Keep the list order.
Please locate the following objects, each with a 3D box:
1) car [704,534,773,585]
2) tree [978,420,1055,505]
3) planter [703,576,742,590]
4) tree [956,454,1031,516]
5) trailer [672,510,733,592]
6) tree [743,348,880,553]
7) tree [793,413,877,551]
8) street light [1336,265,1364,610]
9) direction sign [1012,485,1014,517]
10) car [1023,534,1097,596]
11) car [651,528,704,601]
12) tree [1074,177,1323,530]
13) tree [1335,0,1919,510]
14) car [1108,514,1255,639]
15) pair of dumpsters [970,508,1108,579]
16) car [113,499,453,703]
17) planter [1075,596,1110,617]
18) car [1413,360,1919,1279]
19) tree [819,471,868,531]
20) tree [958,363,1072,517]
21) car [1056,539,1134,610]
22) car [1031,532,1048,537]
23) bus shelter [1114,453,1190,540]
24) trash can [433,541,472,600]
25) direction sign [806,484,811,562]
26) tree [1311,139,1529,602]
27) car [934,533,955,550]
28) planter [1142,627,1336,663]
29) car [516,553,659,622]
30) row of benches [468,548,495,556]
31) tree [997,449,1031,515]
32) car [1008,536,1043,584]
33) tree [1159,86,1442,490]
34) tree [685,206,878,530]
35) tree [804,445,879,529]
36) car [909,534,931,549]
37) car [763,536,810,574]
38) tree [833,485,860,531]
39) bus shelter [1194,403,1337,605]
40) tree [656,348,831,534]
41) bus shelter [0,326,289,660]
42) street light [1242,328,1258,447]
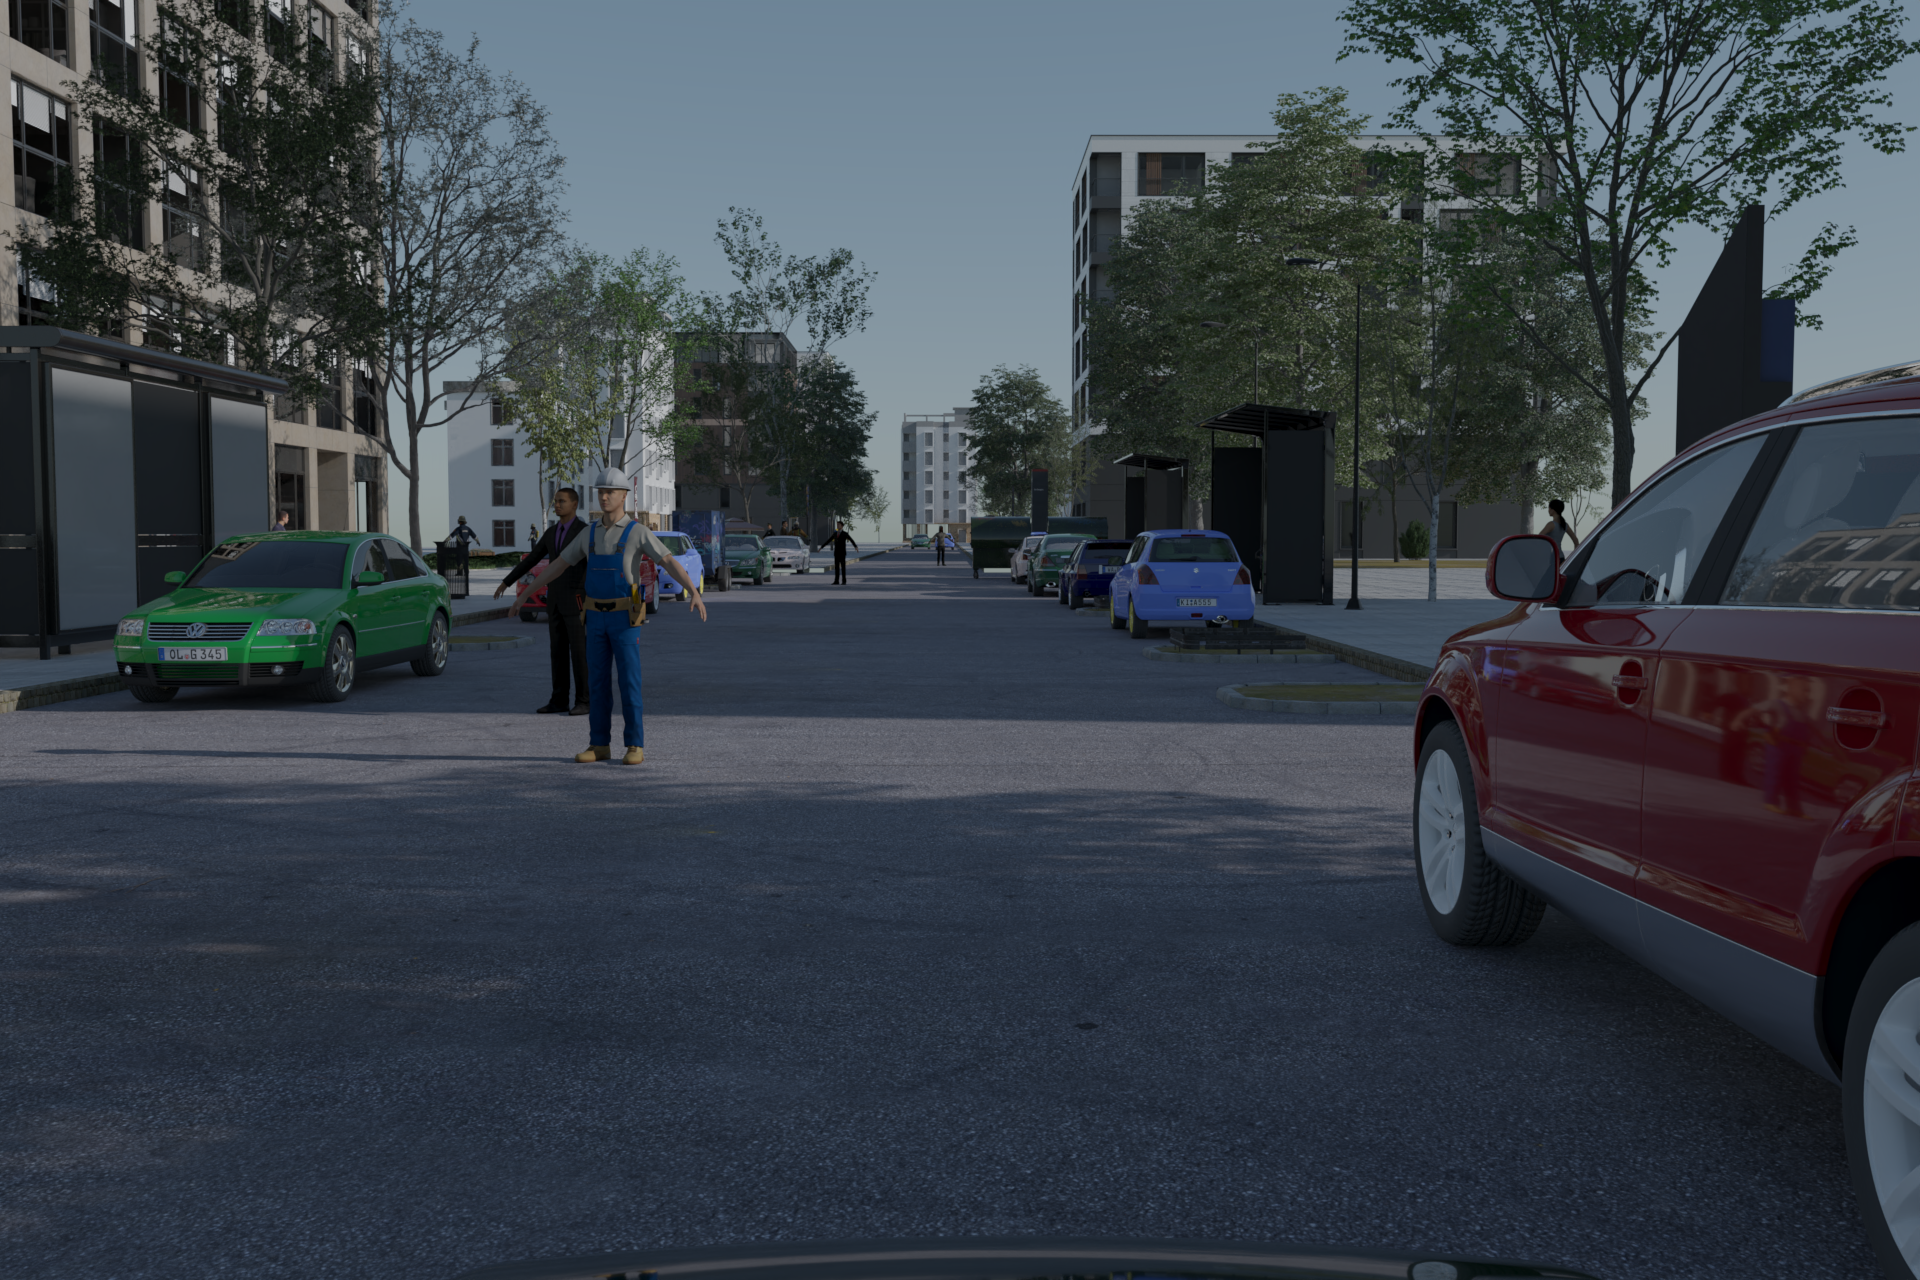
[{"bbox_3d":[-6.479,-2.344,50.124,2.131,1.459,4.920,0,4,-1],"label":"car"},{"bbox_3d":[5.181,-14.057,155.593,9.928,11.665,9.643,0,3,0],"label":"tree"},{"bbox_3d":[-6.798,-1.497,45.620,1.991,0.319,1.994,0,4,-1],"label":"planter"},{"bbox_3d":[4.109,-14.412,170.048,8.767,10.594,7.601,-1,4,-23],"label":"tree"},{"bbox_3d":[-6.485,-2.174,42.592,1.471,1.999,3.904,0,4,-1],"label":"trailer"},{"bbox_3d":[-10.178,-13.063,120.242,9.857,13.997,8.962,0,3,0],"label":"tree"},{"bbox_3d":[-10.197,-12.224,134.281,8.767,10.594,7.601,3,4,37],"label":"tree"},{"bbox_3d":[7.249,-3.470,29.283,1.470,5.913,1.316,0,4,-1],"label":"street light"},{"bbox_3d":[2.483,-5.453,81.151,0.379,3.537,0.876,0,4,-2],"label":"direction sign"},{"bbox_3d":[2.580,-1.803,41.270,2.131,1.459,4.920,0,4,0],"label":"car"},{"bbox_3d":[-6.670,-1.736,37.977,1.945,1.707,3.694,0,4,-1],"label":"car"},{"bbox_3d":[8.584,-9.517,62.262,9.857,13.997,8.962,0,3,0],"label":"tree"},{"bbox_3d":[8.812,-5.952,23.064,9.928,11.665,9.643,0,3,0],"label":"tree"},{"bbox_3d":[3.140,-0.944,25.033,1.945,1.707,3.694,0,4,-1],"label":"car"},{"bbox_3d":[2.528,-3.099,55.626,4.436,2.255,1.574,0,3,0],"label":"pair of dumpsters"},{"bbox_3d":[-6.134,-0.449,16.139,1.959,1.807,4.718,0,3,0],"label":"car"},{"bbox_3d":[3.077,-0.597,30.901,1.991,0.319,1.994,0,4,-1],"label":"planter"},{"bbox_3d":[2.687,0.259,4.432,2.281,1.827,5.304,0,3,0],"label":"car"},{"bbox_3d":[-10.097,-11.944,145.654,4.737,8.622,4.395,0,3,0],"label":"tree"},{"bbox_3d":[4.743,-13.569,128.511,9.857,13.997,8.962,0,3,0],"label":"tree"},{"bbox_3d":[2.903,-1.321,34.186,1.945,1.354,3.894,0,4,-1],"label":"car"},{"bbox_3d":[2.743,-3.041,59.311,1.945,1.707,3.694,0,4,-1],"label":"car"},{"bbox_3d":[5.864,-3.794,53.319,1.731,3.624,6.357,0,3,0],"label":"bus shelter"},{"bbox_3d":[-9.986,-1.373,34.108,0.748,1.137,0.748,0,3,0],"label":"trash can"},{"bbox_3d":[-6.933,-5.300,78.647,0.379,3.537,0.876,0,3,0],"label":"direction sign"},{"bbox_3d":[9.008,-5.025,32.518,4.360,8.622,3.978,0,3,0],"label":"tree"},{"bbox_3d":[-1.393,-9.022,157.098,1.945,1.707,3.694,0,4,-2],"label":"car"},{"bbox_3d":[3.164,0.058,20.199,1.991,0.319,1.994,0,4,-1],"label":"planter"},{"bbox_3d":[-6.325,-1.263,29.694,2.155,1.783,4.494,0,4,-1],"label":"car"},{"bbox_3d":[-20.567,-3.603,74.369,1.422,0.672,4.104,-1,4,-22],"label":"row of benches"},{"bbox_3d":[4.802,-11.714,141.878,4.360,8.622,3.978,0,3,0],"label":"tree"},{"bbox_3d":[2.484,-2.346,50.717,2.083,1.381,4.827,0,4,-1],"label":"car"},{"bbox_3d":[8.704,-7.725,44.423,7.486,12.596,7.792,0,3,0],"label":"tree"},{"bbox_3d":[-11.981,-15.104,102.837,12.611,20.169,13.585,0,3,0],"label":"tree"},{"bbox_3d":[-10.674,-13.447,154.267,7.601,10.594,8.767,3,5,42],"label":"tree"},{"bbox_3d":[-3.681,-9.257,163.143,2.131,1.459,4.920,0,3,0],"label":"car"},{"bbox_3d":[-6.560,-3.149,63.847,2.083,1.381,4.827,0,4,-1],"label":"car"},{"bbox_3d":[-11.086,-12.979,162.573,4.737,8.622,4.395,0,3,0],"label":"tree"},{"bbox_3d":[5.923,-2.623,34.163,1.731,3.624,6.357,0,4,-1],"label":"bus shelter"},{"bbox_3d":[-10.595,-9.298,86.434,8.767,10.594,7.601,-2,4,-26],"label":"tree"},{"bbox_3d":[-10.095,-2.526,18.929,2.179,5.291,8.768,0,4,0],"label":"bus shelter"},{"bbox_3d":[7.026,-4.007,38.050,1.470,5.913,1.316,0,4,0],"label":"street light"}]
